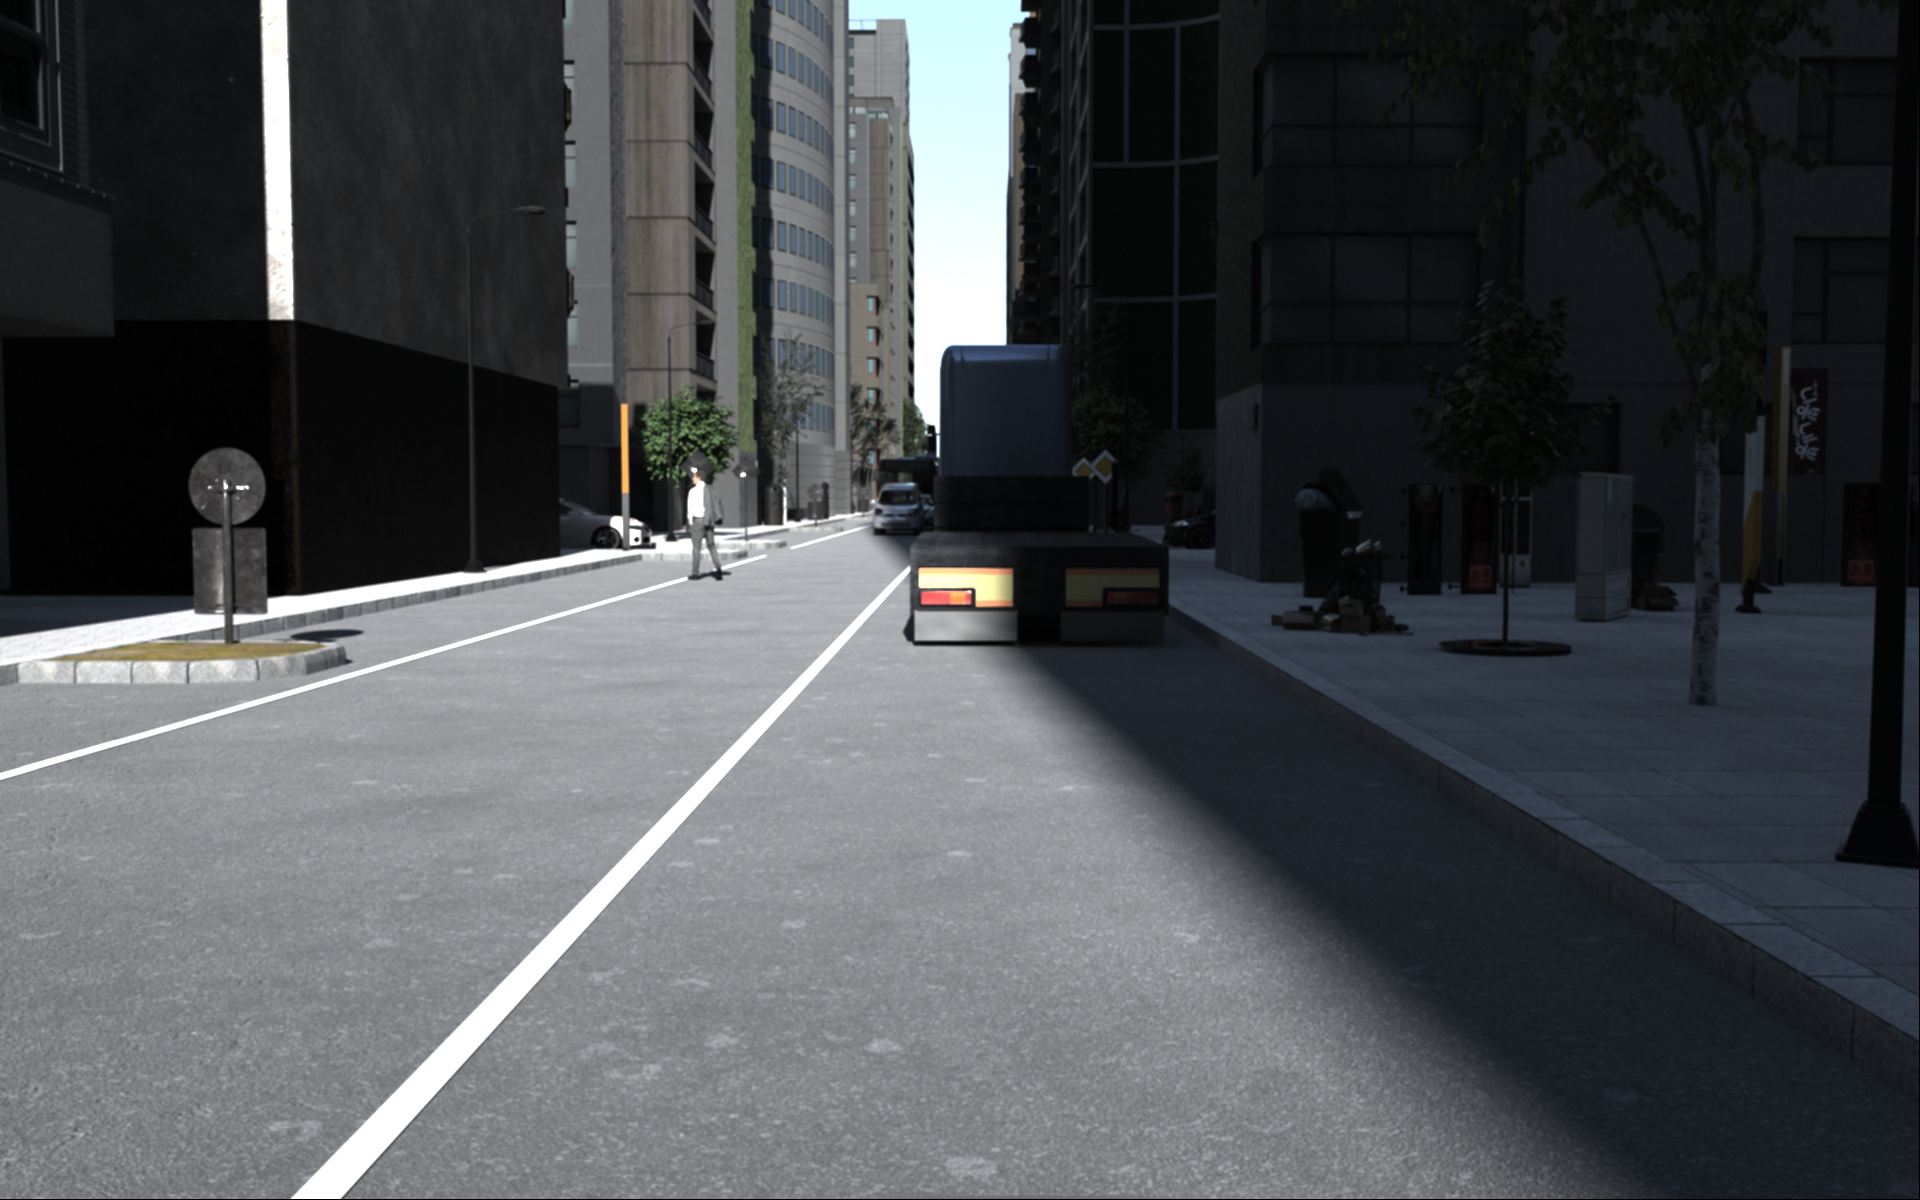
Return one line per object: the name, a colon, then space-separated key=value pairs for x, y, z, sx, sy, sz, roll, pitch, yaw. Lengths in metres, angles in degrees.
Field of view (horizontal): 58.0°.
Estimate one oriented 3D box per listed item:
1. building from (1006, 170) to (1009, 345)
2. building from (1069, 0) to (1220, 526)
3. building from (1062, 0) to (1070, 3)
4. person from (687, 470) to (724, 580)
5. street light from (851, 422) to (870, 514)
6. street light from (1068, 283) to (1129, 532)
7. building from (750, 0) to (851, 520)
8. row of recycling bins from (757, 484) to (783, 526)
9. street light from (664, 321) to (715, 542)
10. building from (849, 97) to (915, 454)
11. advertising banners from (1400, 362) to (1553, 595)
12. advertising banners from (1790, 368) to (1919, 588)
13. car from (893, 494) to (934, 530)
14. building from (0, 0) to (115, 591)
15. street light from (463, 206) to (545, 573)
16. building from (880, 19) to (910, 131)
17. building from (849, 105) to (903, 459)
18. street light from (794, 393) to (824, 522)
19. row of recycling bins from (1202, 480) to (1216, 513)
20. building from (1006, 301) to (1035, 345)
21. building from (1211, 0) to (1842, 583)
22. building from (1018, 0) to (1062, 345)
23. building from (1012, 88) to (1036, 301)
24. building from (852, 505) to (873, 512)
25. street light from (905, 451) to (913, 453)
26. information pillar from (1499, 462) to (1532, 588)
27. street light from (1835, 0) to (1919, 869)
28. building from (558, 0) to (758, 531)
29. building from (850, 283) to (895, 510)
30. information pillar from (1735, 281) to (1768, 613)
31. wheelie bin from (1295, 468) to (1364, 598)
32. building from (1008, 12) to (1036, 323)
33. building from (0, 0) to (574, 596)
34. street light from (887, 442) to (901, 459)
building: x=17.317 y=-37.992 z=244.877 sx=21.300 sy=48.544 sz=21.600 roll=0 pitch=4 yaw=1
building: x=13.208 y=-38.827 z=73.080 sx=20.563 sy=71.187 sz=20.611 roll=0 pitch=4 yaw=1
building: x=16.700 y=-34.482 z=105.781 sx=21.231 sy=58.520 sz=28.212 roll=0 pitch=4 yaw=1
person: x=-4.234 y=-1.238 z=28.836 sx=0.679 sy=1.850 sz=0.850 roll=-3 pitch=5 yaw=-42
street light: x=-6.478 y=-8.517 z=111.793 sx=1.470 sy=5.913 sz=1.316 roll=0 pitch=4 yaw=1
street light: x=3.141 y=-4.022 z=38.299 sx=1.470 sy=5.913 sz=1.316 roll=0 pitch=4 yaw=1
building: x=-17.680 y=-33.887 z=96.056 sx=21.231 sy=58.520 sz=28.212 roll=0 pitch=4 yaw=1
row of recycling bins: x=-8.998 y=-3.909 z=71.029 sx=3.534 sy=1.692 sz=1.069 roll=0 pitch=4 yaw=5
street light: x=-7.258 y=-4.529 z=46.585 sx=1.470 sy=5.913 sz=1.316 roll=0 pitch=4 yaw=1
building: x=-16.676 y=-36.201 z=215.586 sx=21.300 sy=48.544 sz=21.600 roll=0 pitch=4 yaw=1
advertising banners: x=6.615 y=-1.585 z=22.096 sx=2.074 sy=3.025 sz=0.090 roll=-1 pitch=4 yaw=-12
advertising banners: x=12.495 y=-1.694 z=23.883 sx=2.074 sy=3.025 sz=0.090 roll=1 pitch=4 yaw=20
car: x=-1.785 y=-3.548 z=69.816 sx=2.131 sy=1.459 sz=4.920 roll=0 pitch=4 yaw=-1
building: x=-15.358 y=-12.944 z=5.148 sx=14.314 sy=27.812 sz=24.014 roll=0 pitch=4 yaw=1
street light: x=-7.393 y=-3.400 z=28.131 sx=1.470 sy=5.913 sz=1.316 roll=0 pitch=4 yaw=1
building: x=-15.855 y=-50.664 z=266.608 sx=20.563 sy=71.187 sz=20.611 roll=0 pitch=4 yaw=1
building: x=-13.176 y=-30.232 z=177.891 sx=14.154 sy=41.232 sz=14.086 roll=0 pitch=4 yaw=1
street light: x=-6.917 y=-6.533 z=79.362 sx=1.470 sy=5.913 sz=1.316 roll=0 pitch=4 yaw=1
row of recycling bins: x=8.525 y=-2.741 z=51.933 sx=1.069 sy=1.692 sz=3.534 roll=3 pitch=5 yaw=43
building: x=18.585 y=-19.828 z=169.219 sx=27.650 sy=21.520 sz=28.899 roll=0 pitch=4 yaw=1
building: x=11.432 y=-15.853 z=30.905 sx=14.160 sy=30.474 sz=14.107 roll=0 pitch=4 yaw=1
building: x=15.887 y=-29.629 z=139.058 sx=22.147 sy=44.769 sz=28.867 roll=0 pitch=4 yaw=1
building: x=12.791 y=-33.025 z=190.067 sx=14.600 sy=45.320 sz=14.200 roll=0 pitch=4 yaw=1
building: x=-17.179 y=-42.361 z=130.858 sx=20.563 sy=71.187 sz=20.611 roll=0 pitch=4 yaw=1
street light: x=-5.708 y=-13.178 z=188.005 sx=1.470 sy=5.913 sz=1.316 roll=0 pitch=4 yaw=1
information pillar: x=7.596 y=-1.172 z=23.654 sx=0.304 sy=2.012 sz=0.304 roll=-1 pitch=4 yaw=-23
street light: x=2.707 y=-2.042 z=5.931 sx=1.470 sy=5.913 sz=1.316 roll=0 pitch=4 yaw=1
building: x=-15.220 y=-23.114 z=61.514 sx=14.154 sy=41.232 sz=14.086 roll=0 pitch=4 yaw=1
building: x=-20.408 y=-19.088 z=157.120 sx=27.650 sy=21.520 sz=28.899 roll=0 pitch=4 yaw=1
information pillar: x=8.527 y=-1.666 z=18.590 sx=0.183 sy=3.616 sz=0.504 roll=1 pitch=4 yaw=12
wheelie bin: x=4.570 y=-0.832 z=21.518 sx=0.693 sy=1.594 sz=0.980 roll=2 pitch=4 yaw=32
building: x=16.641 y=-41.425 z=219.297 sx=21.231 sy=58.520 sz=28.212 roll=0 pitch=4 yaw=1
building: x=-16.563 y=-9.922 z=29.679 sx=16.811 sy=18.784 sz=16.820 roll=0 pitch=4 yaw=1
street light: x=-5.984 y=-11.198 z=155.635 sx=1.470 sy=5.913 sz=1.316 roll=0 pitch=4 yaw=1
